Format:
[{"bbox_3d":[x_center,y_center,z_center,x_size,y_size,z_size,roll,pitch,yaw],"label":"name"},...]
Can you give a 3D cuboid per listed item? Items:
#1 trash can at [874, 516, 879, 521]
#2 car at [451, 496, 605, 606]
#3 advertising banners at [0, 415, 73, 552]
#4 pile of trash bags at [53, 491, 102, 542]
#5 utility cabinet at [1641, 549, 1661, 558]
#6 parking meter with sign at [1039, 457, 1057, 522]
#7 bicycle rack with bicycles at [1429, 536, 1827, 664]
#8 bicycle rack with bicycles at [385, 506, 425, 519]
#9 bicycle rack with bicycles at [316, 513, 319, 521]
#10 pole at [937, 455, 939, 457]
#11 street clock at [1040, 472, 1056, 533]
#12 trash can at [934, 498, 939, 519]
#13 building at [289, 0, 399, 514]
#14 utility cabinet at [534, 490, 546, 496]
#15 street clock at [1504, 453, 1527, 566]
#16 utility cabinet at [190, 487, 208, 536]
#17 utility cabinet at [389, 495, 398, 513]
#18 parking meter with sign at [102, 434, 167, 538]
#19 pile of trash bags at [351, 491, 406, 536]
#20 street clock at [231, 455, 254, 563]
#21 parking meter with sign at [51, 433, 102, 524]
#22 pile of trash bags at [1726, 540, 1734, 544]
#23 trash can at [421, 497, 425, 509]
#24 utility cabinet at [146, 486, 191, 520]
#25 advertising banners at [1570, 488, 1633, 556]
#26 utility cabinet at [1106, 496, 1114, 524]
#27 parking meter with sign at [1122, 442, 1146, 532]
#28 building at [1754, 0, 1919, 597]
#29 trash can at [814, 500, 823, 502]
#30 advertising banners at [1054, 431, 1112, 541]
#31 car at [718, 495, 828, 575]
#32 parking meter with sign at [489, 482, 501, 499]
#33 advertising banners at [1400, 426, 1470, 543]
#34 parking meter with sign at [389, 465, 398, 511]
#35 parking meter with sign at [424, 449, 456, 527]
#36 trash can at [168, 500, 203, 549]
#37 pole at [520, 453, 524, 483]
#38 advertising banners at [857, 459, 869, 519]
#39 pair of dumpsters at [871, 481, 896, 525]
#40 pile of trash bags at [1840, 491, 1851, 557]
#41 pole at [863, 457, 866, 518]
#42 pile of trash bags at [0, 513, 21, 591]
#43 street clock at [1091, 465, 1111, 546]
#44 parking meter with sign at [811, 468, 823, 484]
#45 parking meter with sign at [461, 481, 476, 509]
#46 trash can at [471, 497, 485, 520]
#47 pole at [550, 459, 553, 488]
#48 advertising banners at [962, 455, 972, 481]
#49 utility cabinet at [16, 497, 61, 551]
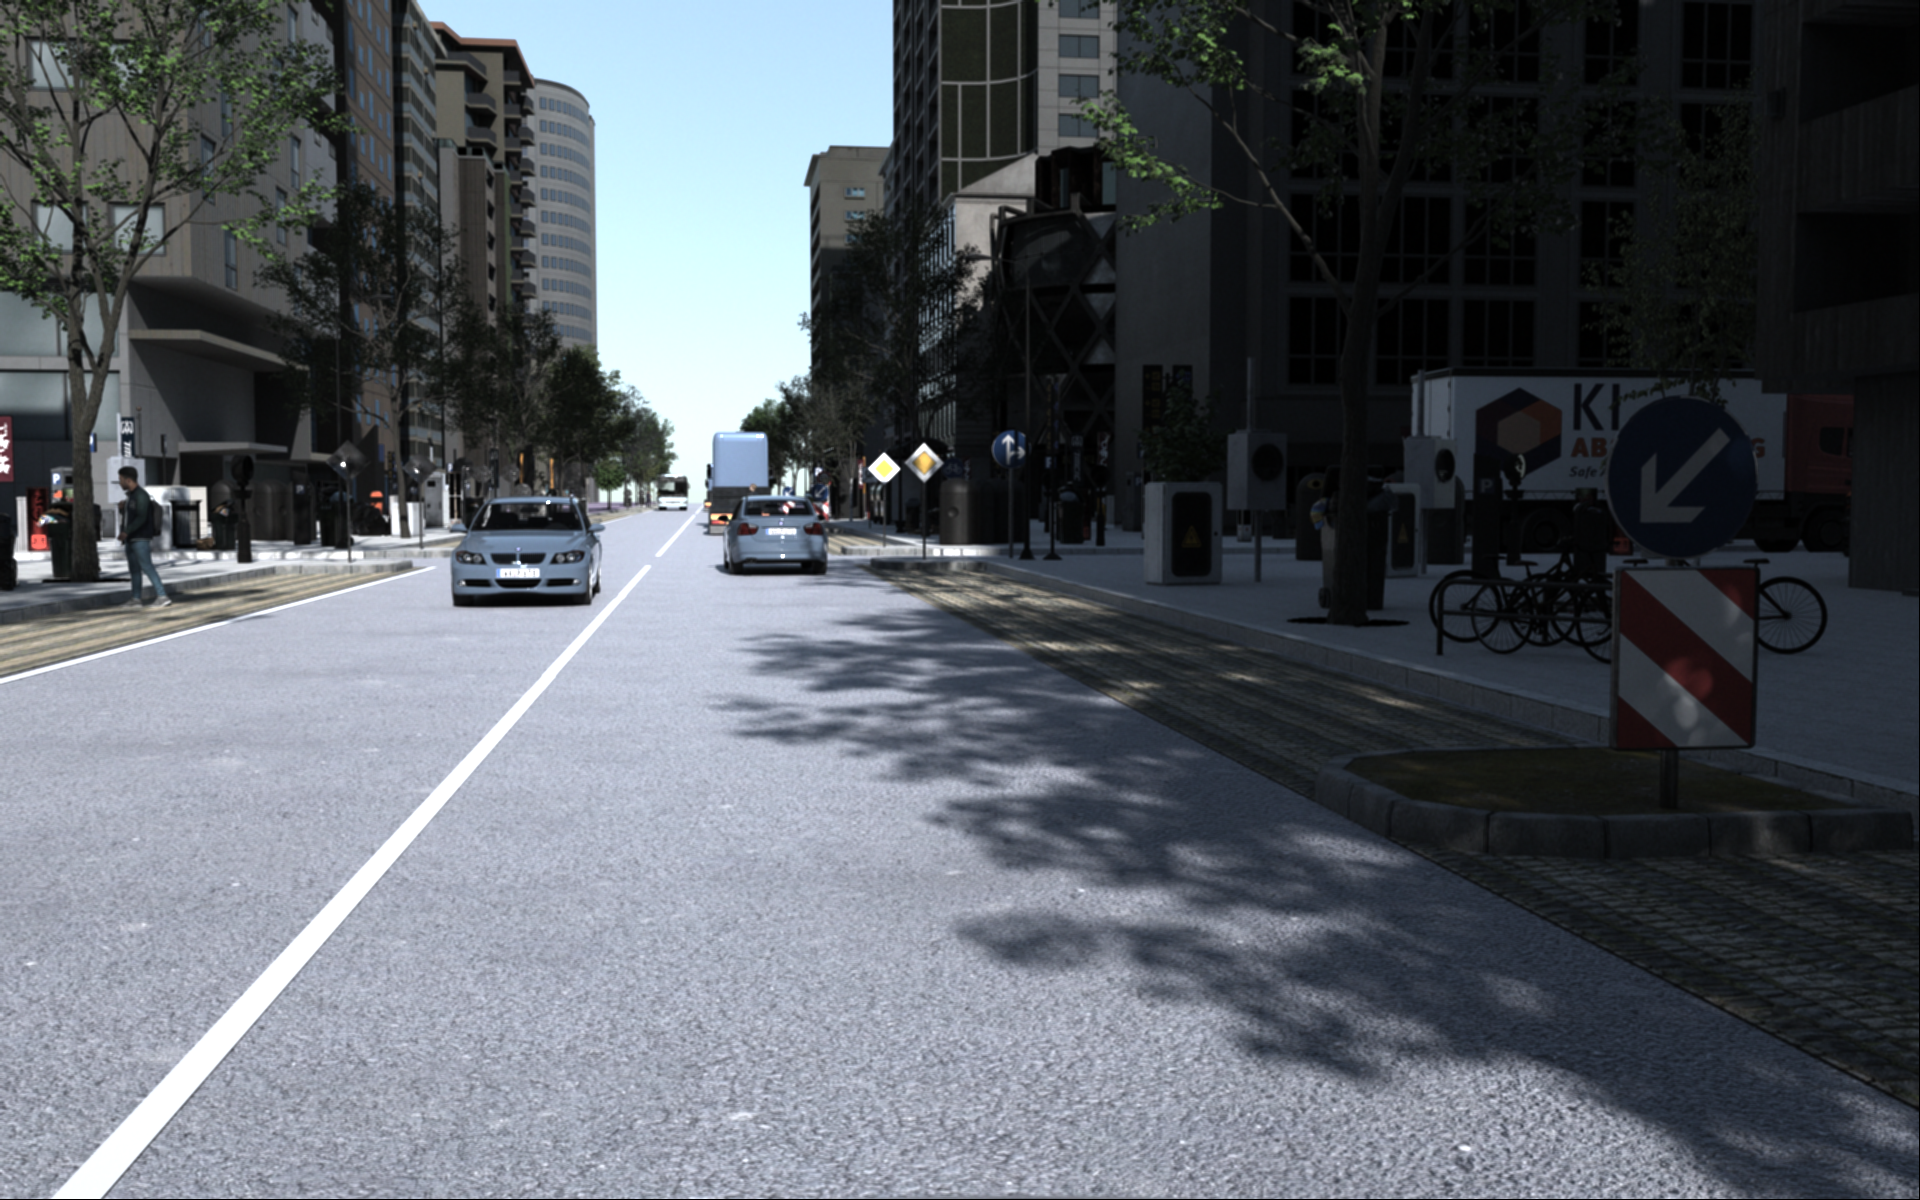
[{"bbox_3d":[-3.778,-4.314,82.192,0.748,1.137,0.748,0,3,0],"label":"trash can"},{"bbox_3d":[-5.866,-0.717,23.734,2.014,1.417,4.499,-1,4,-9],"label":"car"},{"bbox_3d":[-20.550,-2.596,38.631,2.074,3.025,0.090,0,4,-5],"label":"advertising banners"},{"bbox_3d":[-23.855,-2.218,46.017,1.912,1.369,3.447,-2,4,-28],"label":"pile of trash bags"},{"bbox_3d":[14.051,-1.592,34.705,1.173,1.500,0.318,-3,5,-44],"label":"utility cabinet"},{"bbox_3d":[4.003,-5.107,79.768,0.543,3.016,1.738,1,4,15],"label":"parking meter with sign"},{"bbox_3d":[5.050,-0.036,13.972,2.852,0.926,2.925,-3,5,-43],"label":"bicycle rack with bicycles"},{"bbox_3d":[-27.923,-4.538,87.584,2.925,0.926,2.852,-1,4,-12],"label":"bicycle rack with bicycles"},{"bbox_3d":[-24.001,-2.934,61.358,2.852,0.926,2.925,0,4,8],"label":"bicycle rack with bicycles"},{"bbox_3d":[-1.006,-5.284,80.241,0.158,3.312,0.155,0,3,0],"label":"pole"},{"bbox_3d":[2.926,-3.240,57.538,0.471,2.002,0.358,-2,4,-23],"label":"street clock"},{"bbox_3d":[-0.531,-2.915,59.319,0.748,1.137,0.748,0,3,0],"label":"trash can"},{"bbox_3d":[-40.534,-27.407,98.215,14.600,45.320,14.200,0,4,-8],"label":"building"},{"bbox_3d":[-25.001,-5.759,102.838,0.318,1.500,1.173,-3,5,-44],"label":"utility cabinet"},{"bbox_3d":[9.919,-1.615,30.978,0.358,2.002,0.471,3,5,43],"label":"street clock"},{"bbox_3d":[-23.462,-2.677,52.450,1.173,1.500,0.318,-3,5,-40],"label":"utility cabinet"},{"bbox_3d":[-27.289,-4.453,83.961,0.306,1.237,1.020,1,4,10],"label":"utility cabinet"},{"bbox_3d":[-24.032,-3.310,50.381,1.738,3.016,0.543,-1,4,-19],"label":"parking meter with sign"},{"bbox_3d":[-18.229,-2.739,54.538,1.912,1.369,3.447,-2,4,-25],"label":"pile of trash bags"},{"bbox_3d":[-13.326,-1.690,32.209,0.358,2.002,0.471,0,4,3],"label":"street clock"},{"bbox_3d":[-25.218,-3.215,48.827,0.543,3.016,1.738,1,4,20],"label":"parking meter with sign"},{"bbox_3d":[18.524,-2.198,45.697,3.447,1.369,1.912,1,4,20],"label":"pile of trash bags"},{"bbox_3d":[-29.056,-5.015,93.657,0.748,1.137,0.748,0,3,0],"label":"trash can"},{"bbox_3d":[-20.832,-2.238,45.265,1.173,1.500,0.318,1,4,9],"label":"utility cabinet"},{"bbox_3d":[13.779,-2.440,36.082,2.074,3.025,0.090,3,5,40],"label":"advertising banners"},{"bbox_3d":[6.632,-3.809,73.444,0.306,1.237,1.020,3,5,44],"label":"utility cabinet"},{"bbox_3d":[5.995,-3.842,59.081,0.543,3.016,1.738,-1,4,-16],"label":"parking meter with sign"},{"bbox_3d":[17.863,-15.227,20.665,14.160,30.474,14.107,0,4,-8],"label":"building"},{"bbox_3d":[-8.077,-5.384,99.676,0.748,1.137,0.748,0,3,0],"label":"trash can"},{"bbox_3d":[3.413,-3.167,47.961,2.074,3.025,0.090,-3,4,-36],"label":"advertising banners"},{"bbox_3d":[-3.460,-1.230,32.117,2.014,1.417,4.499,-1,4,-10],"label":"car"},{"bbox_3d":[-30.299,-7.134,112.901,0.543,3.016,1.738,2,4,27],"label":"parking meter with sign"},{"bbox_3d":[12.311,-2.980,44.912,2.074,3.025,0.090,-1,4,-16],"label":"advertising banners"},{"bbox_3d":[-30.914,-6.023,94.729,0.543,3.016,1.738,-2,4,-28],"label":"parking meter with sign"},{"bbox_3d":[-20.294,-4.310,66.725,1.738,3.016,0.543,-1,4,-15],"label":"parking meter with sign"},{"bbox_3d":[-18.251,-1.785,40.837,0.748,1.137,0.748,0,3,0],"label":"trash can"},{"bbox_3d":[-21.747,-5.635,85.982,0.158,3.312,0.155,0,3,0],"label":"pole"},{"bbox_3d":[-4.525,-5.602,87.775,0.090,3.025,2.074,3,4,39],"label":"advertising banners"},{"bbox_3d":[-2.847,-4.326,73.226,1.574,2.255,4.437,-1,4,-8],"label":"pair of dumpsters"},{"bbox_3d":[18.979,-1.570,35.417,1.912,1.369,3.447,0,4,3],"label":"pile of trash bags"},{"bbox_3d":[-5.225,-6.133,94.115,0.158,3.312,0.155,0,3,0],"label":"pole"},{"bbox_3d":[-13.384,-0.780,22.508,1.912,1.369,3.447,-1,4,-22],"label":"pile of trash bags"},{"bbox_3d":[3.470,-2.334,42.728,0.471,2.002,0.358,1,4,15],"label":"street clock"},{"bbox_3d":[-9.451,-7.158,113.286,0.543,3.016,1.738,1,4,10],"label":"parking meter with sign"},{"bbox_3d":[-28.131,-6.224,98.029,1.738,3.016,0.543,1,4,15],"label":"parking meter with sign"},{"bbox_3d":[-20.928,-3.874,74.989,0.748,1.137,0.748,0,3,0],"label":"trash can"},{"bbox_3d":[-23.404,-6.453,99.343,0.158,3.312,0.155,0,3,0],"label":"pole"},{"bbox_3d":[0.954,-4.992,77.803,2.074,3.025,0.090,2,4,32],"label":"advertising banners"},{"bbox_3d":[-20.849,-1.716,39.226,1.020,1.237,0.306,1,4,20],"label":"utility cabinet"}]
